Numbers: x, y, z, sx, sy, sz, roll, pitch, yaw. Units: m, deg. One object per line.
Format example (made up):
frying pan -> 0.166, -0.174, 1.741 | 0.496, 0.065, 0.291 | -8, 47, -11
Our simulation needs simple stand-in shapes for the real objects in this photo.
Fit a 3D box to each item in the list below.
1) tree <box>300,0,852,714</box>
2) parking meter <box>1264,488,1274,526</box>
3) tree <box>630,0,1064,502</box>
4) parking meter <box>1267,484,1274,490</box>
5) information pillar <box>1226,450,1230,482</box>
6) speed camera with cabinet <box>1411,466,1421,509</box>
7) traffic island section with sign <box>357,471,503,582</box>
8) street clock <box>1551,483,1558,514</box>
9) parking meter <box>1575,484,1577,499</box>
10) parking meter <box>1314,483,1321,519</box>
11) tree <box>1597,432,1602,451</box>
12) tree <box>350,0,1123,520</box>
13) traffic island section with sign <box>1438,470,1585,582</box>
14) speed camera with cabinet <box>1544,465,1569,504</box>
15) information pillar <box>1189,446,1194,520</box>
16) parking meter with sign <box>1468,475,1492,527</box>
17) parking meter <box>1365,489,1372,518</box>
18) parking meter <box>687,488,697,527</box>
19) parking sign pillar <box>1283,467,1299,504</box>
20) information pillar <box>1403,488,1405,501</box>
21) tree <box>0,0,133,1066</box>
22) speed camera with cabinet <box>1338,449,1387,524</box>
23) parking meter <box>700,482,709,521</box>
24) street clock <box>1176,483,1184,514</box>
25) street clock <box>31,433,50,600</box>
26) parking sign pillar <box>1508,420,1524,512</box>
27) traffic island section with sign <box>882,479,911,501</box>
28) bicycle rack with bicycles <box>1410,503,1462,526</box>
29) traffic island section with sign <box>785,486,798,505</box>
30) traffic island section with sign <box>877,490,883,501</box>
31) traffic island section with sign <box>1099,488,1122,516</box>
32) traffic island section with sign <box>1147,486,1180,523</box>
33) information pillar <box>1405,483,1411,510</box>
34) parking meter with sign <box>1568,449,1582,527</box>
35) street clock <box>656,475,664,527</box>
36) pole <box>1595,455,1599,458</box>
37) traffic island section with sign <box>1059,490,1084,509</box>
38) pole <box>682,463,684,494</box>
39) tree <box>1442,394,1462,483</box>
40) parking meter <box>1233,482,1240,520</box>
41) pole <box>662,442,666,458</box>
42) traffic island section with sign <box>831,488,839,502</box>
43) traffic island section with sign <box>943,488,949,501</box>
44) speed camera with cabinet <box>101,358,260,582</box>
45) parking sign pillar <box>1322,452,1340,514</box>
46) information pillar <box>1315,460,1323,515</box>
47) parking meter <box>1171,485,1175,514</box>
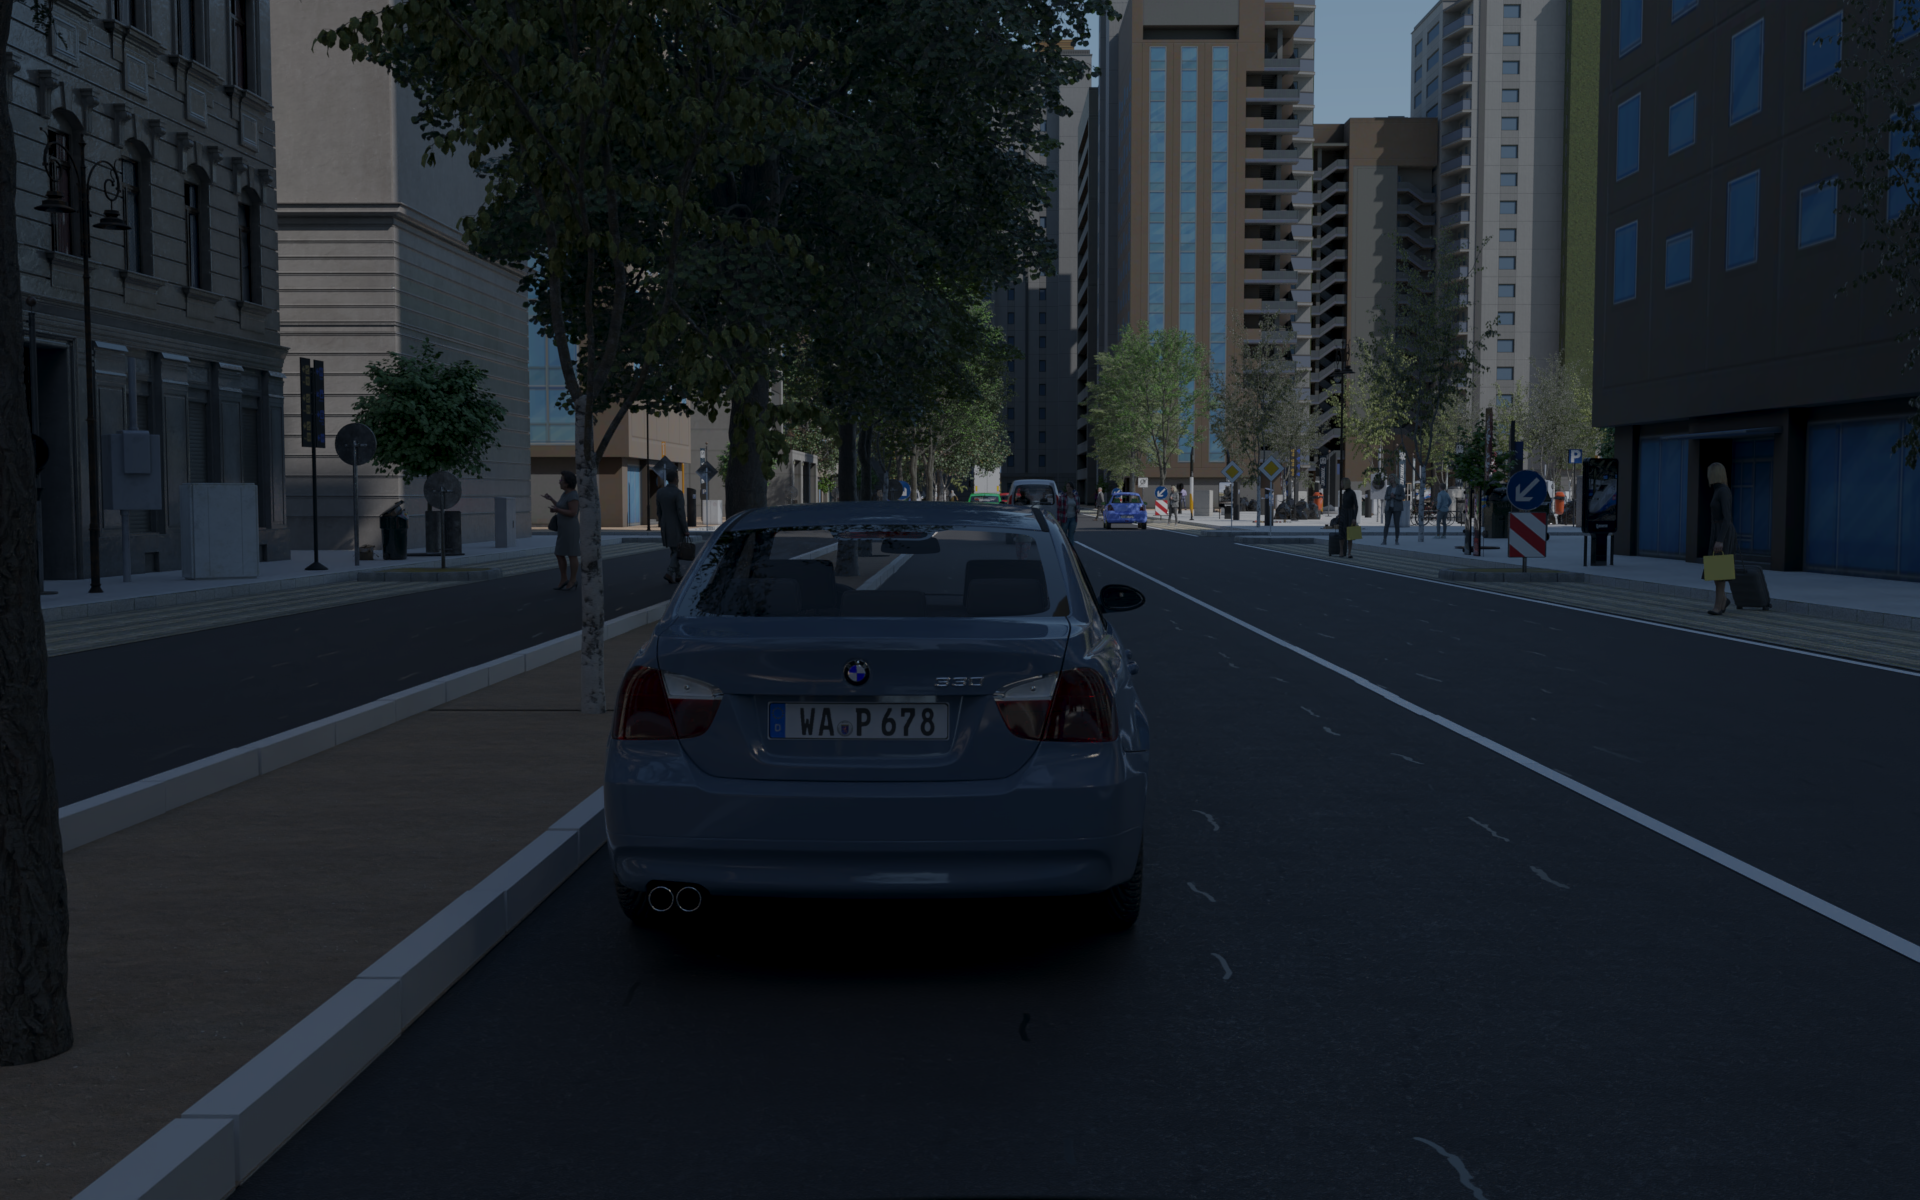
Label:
tree -> -2.349, -3.545, 10.780 | 4.737, 8.622, 4.395 | 0, 3, 0
parking meter -> 12.463, -3.756, 69.826 | 0.372, 1.533, 0.369 | 0, 3, 0
tree -> -2.060, -6.702, 30.167 | 7.486, 12.596, 7.792 | 0, 3, 0
parking meter -> 20.763, -6.751, 116.091 | 0.399, 1.863, 0.255 | 1, 4, 17
information pillar -> 13.901, -6.024, 89.849 | 0.183, 3.616, 0.504 | 0, 4, -4
speed camera with cabinet -> 31.892, -7.790, 121.694 | 0.660, 3.252, 2.038 | 0, 4, -4
traffic island section with sign -> -8.808, -1.251, 29.089 | 1.989, 1.847, 2.006 | 0, 4, 1
street clock -> 38.388, -6.555, 111.738 | 0.471, 2.002, 0.358 | -1, 4, -23
parking meter -> 34.866, -5.625, 97.685 | 0.399, 1.863, 0.255 | 1, 4, 14
parking meter -> 18.471, -5.123, 89.467 | 0.255, 1.863, 0.399 | 2, 4, 29
tree -> 33.653, -8.848, 95.019 | 4.360, 8.622, 3.978 | 0, 3, 0
tree -> -2.531, -6.780, 19.968 | 9.857, 13.997, 8.962 | 0, 3, 0
traffic island section with sign -> 9.102, -1.239, 28.888 | 1.989, 1.847, 2.006 | 0, 4, 1
speed camera with cabinet -> 39.842, -7.436, 115.916 | 0.660, 3.252, 2.038 | -2, 4, -35
information pillar -> 11.327, -5.707, 84.671 | 0.183, 3.616, 0.504 | 1, 4, 17
parking meter with sign -> 20.709, -4.364, 67.614 | 1.738, 3.016, 0.543 | 0, 4, 1
parking meter -> 22.069, -5.211, 93.606 | 0.372, 1.533, 0.369 | 0, 3, 0
parking meter -> -10.566, -3.655, 68.162 | 0.372, 1.533, 0.369 | 0, 3, 0
parking sign pillar -> 21.636, -7.632, 113.247 | 1.447, 3.967, 1.447 | 3, 5, 42
information pillar -> 32.999, -8.434, 129.254 | 0.504, 3.616, 0.183 | 3, 5, 45
tree -> -2.393, -4.134, 4.463 | 8.767, 10.594, 7.601 | 0, 4, 1
speed camera with cabinet -> 17.489, -4.949, 75.250 | 2.038, 3.252, 0.660 | 1, 4, 16
parking meter -> -12.019, -4.640, 81.572 | 0.399, 1.863, 0.255 | 0, 4, 5
street clock -> 14.155, -6.537, 111.443 | 0.471, 2.002, 0.358 | -3, 5, -42
street clock -> -10.978, -0.969, 20.414 | 0.471, 2.002, 0.358 | -2, 4, -30
parking sign pillar -> 20.516, -4.622, 64.042 | 1.447, 3.967, 1.447 | 1, 4, 14
traffic island section with sign -> -1.985, -3.151, 59.661 | 2.006, 1.907, 1.989 | 0, 4, 1
bicycle rack with bicycles -> 18.857, -3.461, 69.962 | 2.925, 0.926, 2.852 | 0, 4, -6
traffic island section with sign -> -8.217, -4.651, 84.677 | 1.989, 1.847, 2.006 | 0, 4, 1
traffic island section with sign -> -7.381, -9.387, 162.101 | 1.989, 1.847, 2.006 | 0, 4, 1
traffic island section with sign -> 10.000, -6.333, 112.169 | 1.989, 1.847, 2.006 | 0, 4, 1
traffic island section with sign -> 9.704, -4.679, 85.126 | 1.989, 1.847, 2.006 | 0, 4, 1
information pillar -> 30.171, -6.862, 116.688 | 0.304, 2.012, 0.304 | -2, 4, -25
parking meter with sign -> 23.993, -4.294, 66.469 | 0.543, 3.016, 1.738 | -1, 4, -9
street clock -> -11.489, -3.790, 66.530 | 0.358, 2.002, 0.471 | -2, 4, -33
pole -> 33.438, -5.942, 90.995 | 0.158, 3.312, 0.155 | 0, 3, 0
traffic island section with sign -> 10.530, -9.369, 161.807 | 1.989, 1.847, 2.006 | 0, 4, 1
pole -> -14.321, -5.838, 89.298 | 0.158, 3.312, 0.155 | 0, 3, 0
tree -> 34.595, -10.613, 123.891 | 4.737, 8.622, 4.395 | 0, 3, 0
parking meter -> 13.568, -4.849, 84.997 | 0.255, 1.863, 0.399 | 2, 4, 25
pole -> -11.529, -4.502, 67.445 | 0.158, 3.312, 0.155 | 0, 3, 0
traffic island section with sign -> -7.925, -6.300, 111.630 | 1.989, 1.847, 2.006 | 0, 4, 1
traffic island section with sign -> -1.186, -7.747, 134.795 | 2.006, 1.907, 1.989 | 0, 4, 1
speed camera with cabinet -> -11.598, -1.923, 25.783 | 2.038, 3.252, 0.660 | -3, 5, -40
parking sign pillar -> 23.818, -7.525, 111.507 | 1.447, 3.967, 1.447 | -3, 4, -36
information pillar -> 22.398, -7.130, 107.928 | 0.504, 3.616, 0.183 | 1, 4, 11
parking meter -> 13.990, -6.599, 113.604 | 0.255, 1.863, 0.399 | 1, 4, 12
